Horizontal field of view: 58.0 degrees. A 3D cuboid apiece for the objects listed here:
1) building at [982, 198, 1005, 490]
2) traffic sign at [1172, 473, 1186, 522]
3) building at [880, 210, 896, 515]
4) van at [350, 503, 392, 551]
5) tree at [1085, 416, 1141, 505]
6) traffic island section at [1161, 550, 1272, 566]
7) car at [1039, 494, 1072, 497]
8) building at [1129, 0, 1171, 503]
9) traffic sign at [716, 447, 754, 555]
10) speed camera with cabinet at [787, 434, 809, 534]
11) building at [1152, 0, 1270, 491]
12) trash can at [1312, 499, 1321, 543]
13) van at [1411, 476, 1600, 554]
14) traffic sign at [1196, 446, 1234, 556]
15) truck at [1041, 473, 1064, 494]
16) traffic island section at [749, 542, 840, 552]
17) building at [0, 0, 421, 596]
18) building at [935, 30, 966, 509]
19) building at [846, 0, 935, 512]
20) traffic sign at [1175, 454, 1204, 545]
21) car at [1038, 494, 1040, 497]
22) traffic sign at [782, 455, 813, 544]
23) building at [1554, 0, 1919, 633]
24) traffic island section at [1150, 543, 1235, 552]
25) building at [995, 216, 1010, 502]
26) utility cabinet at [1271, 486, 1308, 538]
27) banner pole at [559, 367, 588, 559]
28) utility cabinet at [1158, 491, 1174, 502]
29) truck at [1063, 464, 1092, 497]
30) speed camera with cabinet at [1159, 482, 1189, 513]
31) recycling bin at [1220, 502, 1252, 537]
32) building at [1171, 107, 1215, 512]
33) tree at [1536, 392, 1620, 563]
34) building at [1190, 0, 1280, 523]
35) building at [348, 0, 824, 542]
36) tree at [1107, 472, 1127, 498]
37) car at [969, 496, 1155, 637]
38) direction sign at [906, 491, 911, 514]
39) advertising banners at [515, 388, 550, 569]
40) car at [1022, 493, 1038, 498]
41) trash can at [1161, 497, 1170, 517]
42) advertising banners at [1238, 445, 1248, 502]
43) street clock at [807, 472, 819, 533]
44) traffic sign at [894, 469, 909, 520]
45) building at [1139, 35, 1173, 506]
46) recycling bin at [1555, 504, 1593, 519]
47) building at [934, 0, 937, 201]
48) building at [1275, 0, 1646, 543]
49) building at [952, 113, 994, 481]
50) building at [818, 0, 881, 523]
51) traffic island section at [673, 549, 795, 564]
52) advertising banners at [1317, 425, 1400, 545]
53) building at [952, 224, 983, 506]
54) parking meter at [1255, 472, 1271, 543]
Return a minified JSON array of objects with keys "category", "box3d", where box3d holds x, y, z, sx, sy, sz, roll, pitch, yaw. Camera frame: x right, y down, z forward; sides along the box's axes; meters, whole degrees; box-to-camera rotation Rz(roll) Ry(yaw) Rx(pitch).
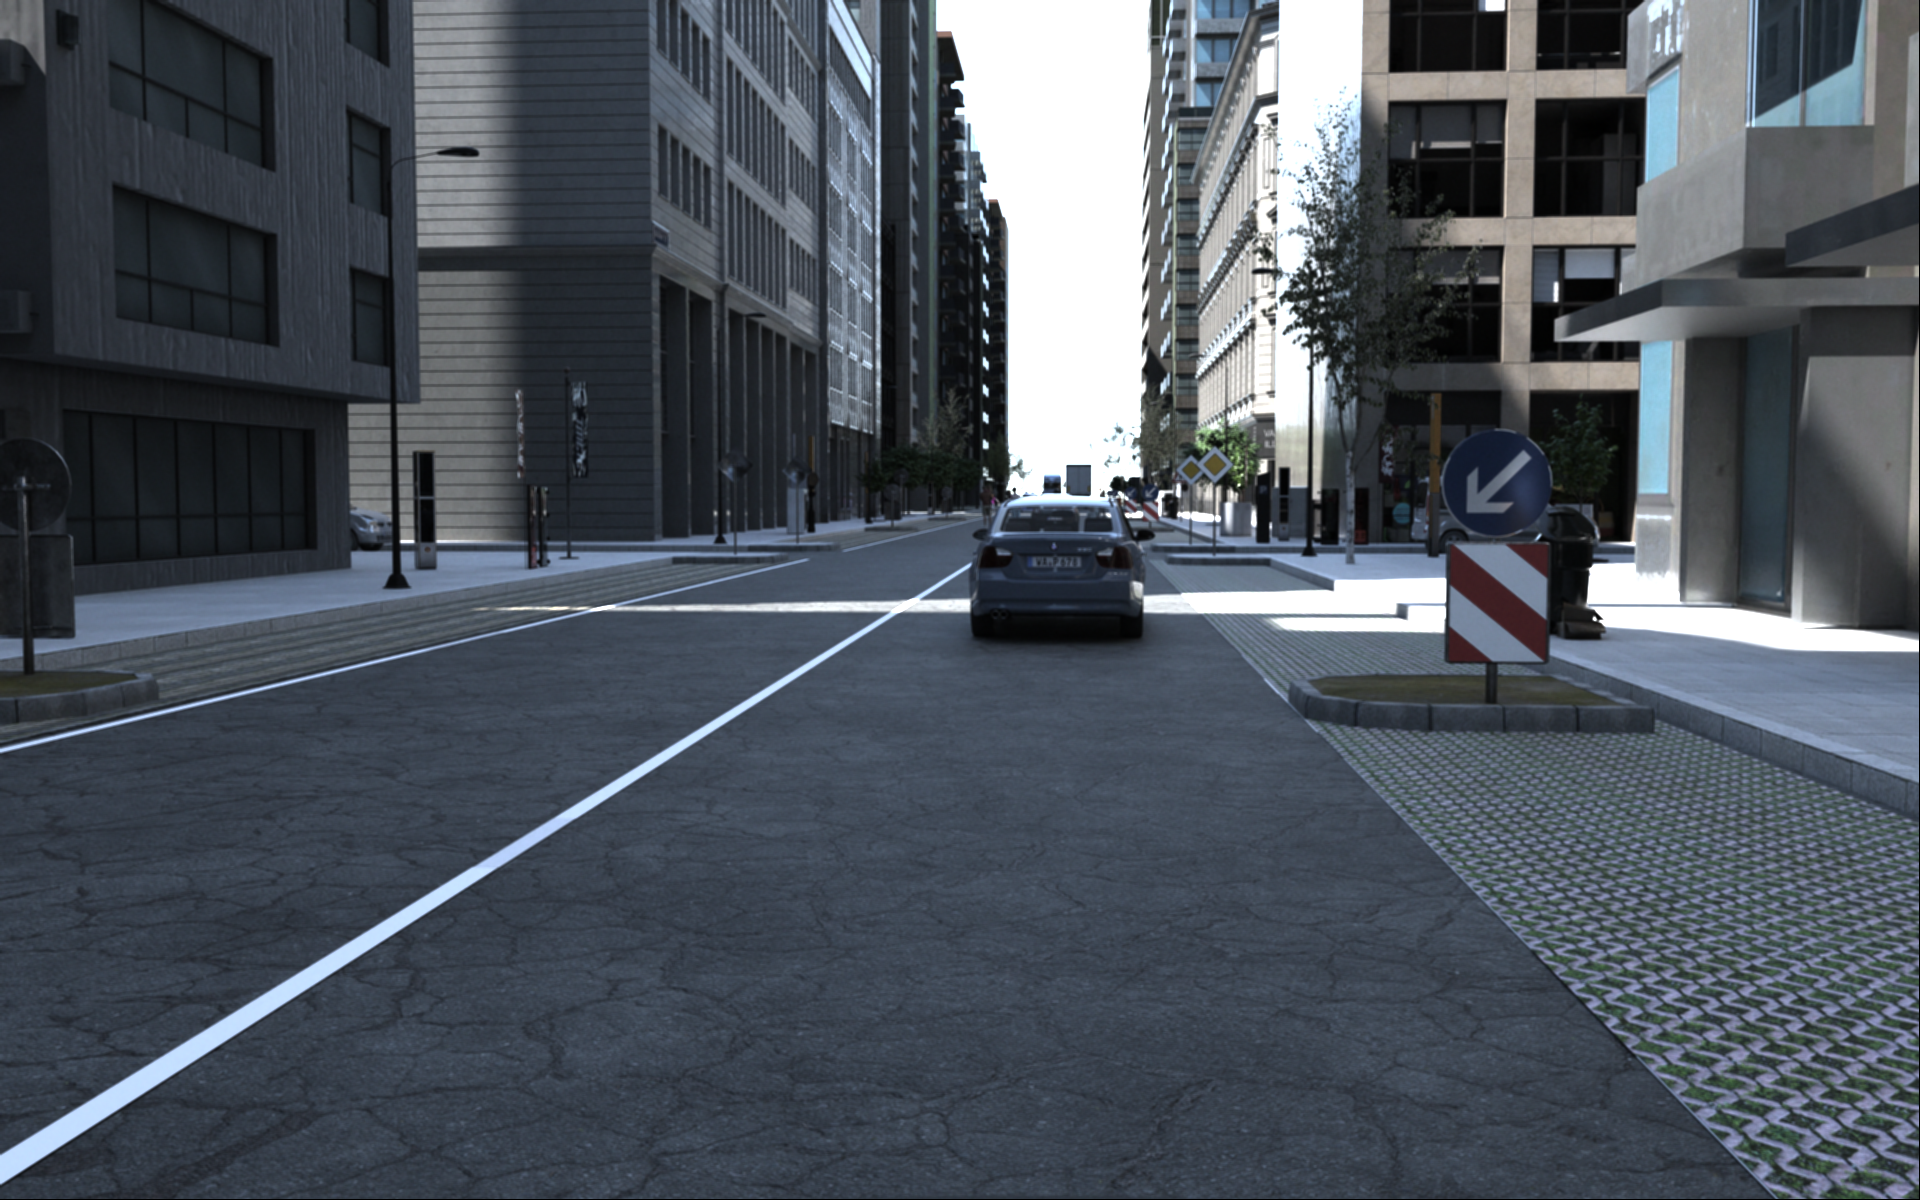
[{"category":"building","box3d":[-4.985,-36.416,250.026,22.147,44.769,28.867,0,4,4]},{"category":"traffic sign","box3d":[10.158,-4.862,79.498,0.884,2.594,0.081,1,4,10]},{"category":"building","box3d":[-10.841,-16.798,104.327,12.332,23.373,15.834,0,4,4]},{"category":"van","box3d":[-15.926,-2.155,42.246,4.112,2.044,2.013,0,4,5]},{"category":"tree","box3d":[19.276,-16.582,205.527,8.767,10.594,7.601,-3,5,-40]},{"category":"traffic island section","box3d":[5.292,-0.835,35.926,2.009,0.180,2.903,0,4,4]},{"category":"car","box3d":[3.527,-3.300,63.738,2.009,1.686,4.222,0,4,4]},{"category":"building","box3d":[34.101,-49.091,240.889,20.563,71.187,20.611,0,4,4]},{"category":"traffic sign","box3d":[-4.749,-2.015,36.585,0.795,2.450,0.064,0,4,4]},{"category":"speed camera with cabinet","box3d":[-5.239,-3.773,56.029,0.660,3.252,2.038,0,4,-1]},{"category":"building","box3d":[29.426,-32.655,153.520,23.786,49.044,30.456,0,4,4]},{"category":"trash can","box3d":[9.618,-2.095,45.904,0.748,1.137,0.748,0,3,0]},{"category":"van","box3d":[12.556,-2.009,39.863,4.112,2.044,2.013,0,4,2]},{"category":"traffic sign","box3d":[5.268,-1.970,35.851,0.795,2.450,0.064,0,4,4]},{"category":"truck","box3d":[12.103,-14.647,229.238,2.967,4.110,18.799,0,4,2]},{"category":"traffic island section","box3d":[-4.203,-1.366,44.613,2.009,0.180,2.903,0,4,4]},{"category":"building","box3d":[-16.709,-15.572,26.298,14.107,30.474,14.160,0,4,4]},{"category":"building","box3d":[-11.009,-31.087,162.893,22.147,44.769,28.867,0,4,4]},{"category":"building","box3d":[-9.406,-27.109,126.819,14.154,41.232,14.086,0,4,4]},{"category":"traffic sign","box3d":[5.838,-2.457,43.816,0.795,2.450,0.064,0,4,4]},{"category":"car","box3d":[6.941,-9.034,159.708,2.014,1.417,4.499,0,4,3]},{"category":"traffic sign","box3d":[-4.179,-2.502,44.550,0.795,2.450,0.064,0,4,4]},{"category":"building","box3d":[18.080,-23.845,9.479,23.786,49.044,30.456,0,4,4]},{"category":"traffic island section","box3d":[5.862,-1.322,43.891,2.009,0.180,2.903,0,4,4]},{"category":"building","box3d":[0.546,-37.985,271.163,14.600,45.320,14.200,0,4,4]},{"category":"utility cabinet","box3d":[9.642,-2.556,50.471,1.173,1.500,0.318,3,5,45]},{"category":"banner pole","box3d":[-7.573,-2.695,34.080,0.863,3.779,0.401,3,5,40]},{"category":"utility cabinet","box3d":[13.924,-6.652,117.440,1.173,1.500,0.318,2,4,28]},{"category":"truck","box3d":[11.330,-10.837,166.099,2.839,4.237,11.283,0,4,3]},{"category":"speed camera with cabinet","box3d":[14.346,-7.450,116.141,2.038,3.252,0.660,-2,4,-25]},{"category":"recycling bin","box3d":[8.380,-2.450,52.605,0.722,1.027,0.722,-2,4,-24]},{"category":"building","box3d":[23.199,-22.051,132.234,14.160,30.474,14.107,0,4,4]},{"category":"tree","box3d":[11.845,-2.346,32.957,1.663,3.219,1.824,0,3,0]},{"category":"building","box3d":[22.534,-19.512,95.432,17.030,29.872,44.131,0,4,4]},{"category":"building","box3d":[-12.560,-17.334,60.908,11.434,29.767,29.804,0,4,4]},{"category":"tree","box3d":[23.848,-16.925,260.439,4.285,4.588,4.351,0,3,0]},{"category":"car","box3d":[1.098,-0.407,18.663,2.014,1.417,4.499,0,4,5]},{"category":"direction sign","box3d":[-3.257,-7.186,109.495,0.876,3.537,0.379,-1,4,-12]},{"category":"advertising banners","box3d":[-7.346,-2.052,29.730,0.090,3.025,2.074,0,4,0]},{"category":"car","box3d":[5.542,-7.767,136.581,1.945,1.707,3.694,0,4,2]},{"category":"trash can","box3d":[11.555,-5.217,96.957,0.748,1.137,0.748,0,3,0]},{"category":"advertising banners","box3d":[9.995,-3.973,61.144,0.090,3.025,2.074,1,4,17]},{"category":"street clock","box3d":[-4.958,-3.247,57.652,0.471,2.002,0.358,-3,5,-40]},{"category":"traffic sign","box3d":[-2.942,-5.277,86.392,0.768,2.556,0.104,1,4,9]},{"category":"building","box3d":[29.955,-34.029,180.078,21.300,48.544,21.600,0,4,4]},{"category":"recycling bin","box3d":[15.504,-1.909,43.774,0.722,1.027,0.722,0,4,-2]},{"category":"building","box3d":[-9.323,-30.037,141.208,14.600,45.320,14.200,0,4,4]},{"category":"building","box3d":[27.943,-15.183,52.752,34.151,26.468,19.350,0,4,4]},{"category":"building","box3d":[-7.963,-36.747,220.426,23.786,49.044,30.456,0,4,4]},{"category":"building","box3d":[-11.082,-16.381,85.845,12.078,24.808,19.932,0,4,4]},{"category":"traffic island section","box3d":[-4.773,-0.879,36.649,2.009,0.180,2.903,0,4,4]},{"category":"advertising banners","box3d":[10.035,-2.900,43.601,2.074,3.025,0.090,0,4,-4]},{"category":"building","box3d":[-4.969,-25.242,184.401,14.160,30.474,14.107,0,4,4]},{"category":"parking meter","box3d":[7.929,-2.427,45.395,0.399,1.863,0.255,1,4,10]}]
